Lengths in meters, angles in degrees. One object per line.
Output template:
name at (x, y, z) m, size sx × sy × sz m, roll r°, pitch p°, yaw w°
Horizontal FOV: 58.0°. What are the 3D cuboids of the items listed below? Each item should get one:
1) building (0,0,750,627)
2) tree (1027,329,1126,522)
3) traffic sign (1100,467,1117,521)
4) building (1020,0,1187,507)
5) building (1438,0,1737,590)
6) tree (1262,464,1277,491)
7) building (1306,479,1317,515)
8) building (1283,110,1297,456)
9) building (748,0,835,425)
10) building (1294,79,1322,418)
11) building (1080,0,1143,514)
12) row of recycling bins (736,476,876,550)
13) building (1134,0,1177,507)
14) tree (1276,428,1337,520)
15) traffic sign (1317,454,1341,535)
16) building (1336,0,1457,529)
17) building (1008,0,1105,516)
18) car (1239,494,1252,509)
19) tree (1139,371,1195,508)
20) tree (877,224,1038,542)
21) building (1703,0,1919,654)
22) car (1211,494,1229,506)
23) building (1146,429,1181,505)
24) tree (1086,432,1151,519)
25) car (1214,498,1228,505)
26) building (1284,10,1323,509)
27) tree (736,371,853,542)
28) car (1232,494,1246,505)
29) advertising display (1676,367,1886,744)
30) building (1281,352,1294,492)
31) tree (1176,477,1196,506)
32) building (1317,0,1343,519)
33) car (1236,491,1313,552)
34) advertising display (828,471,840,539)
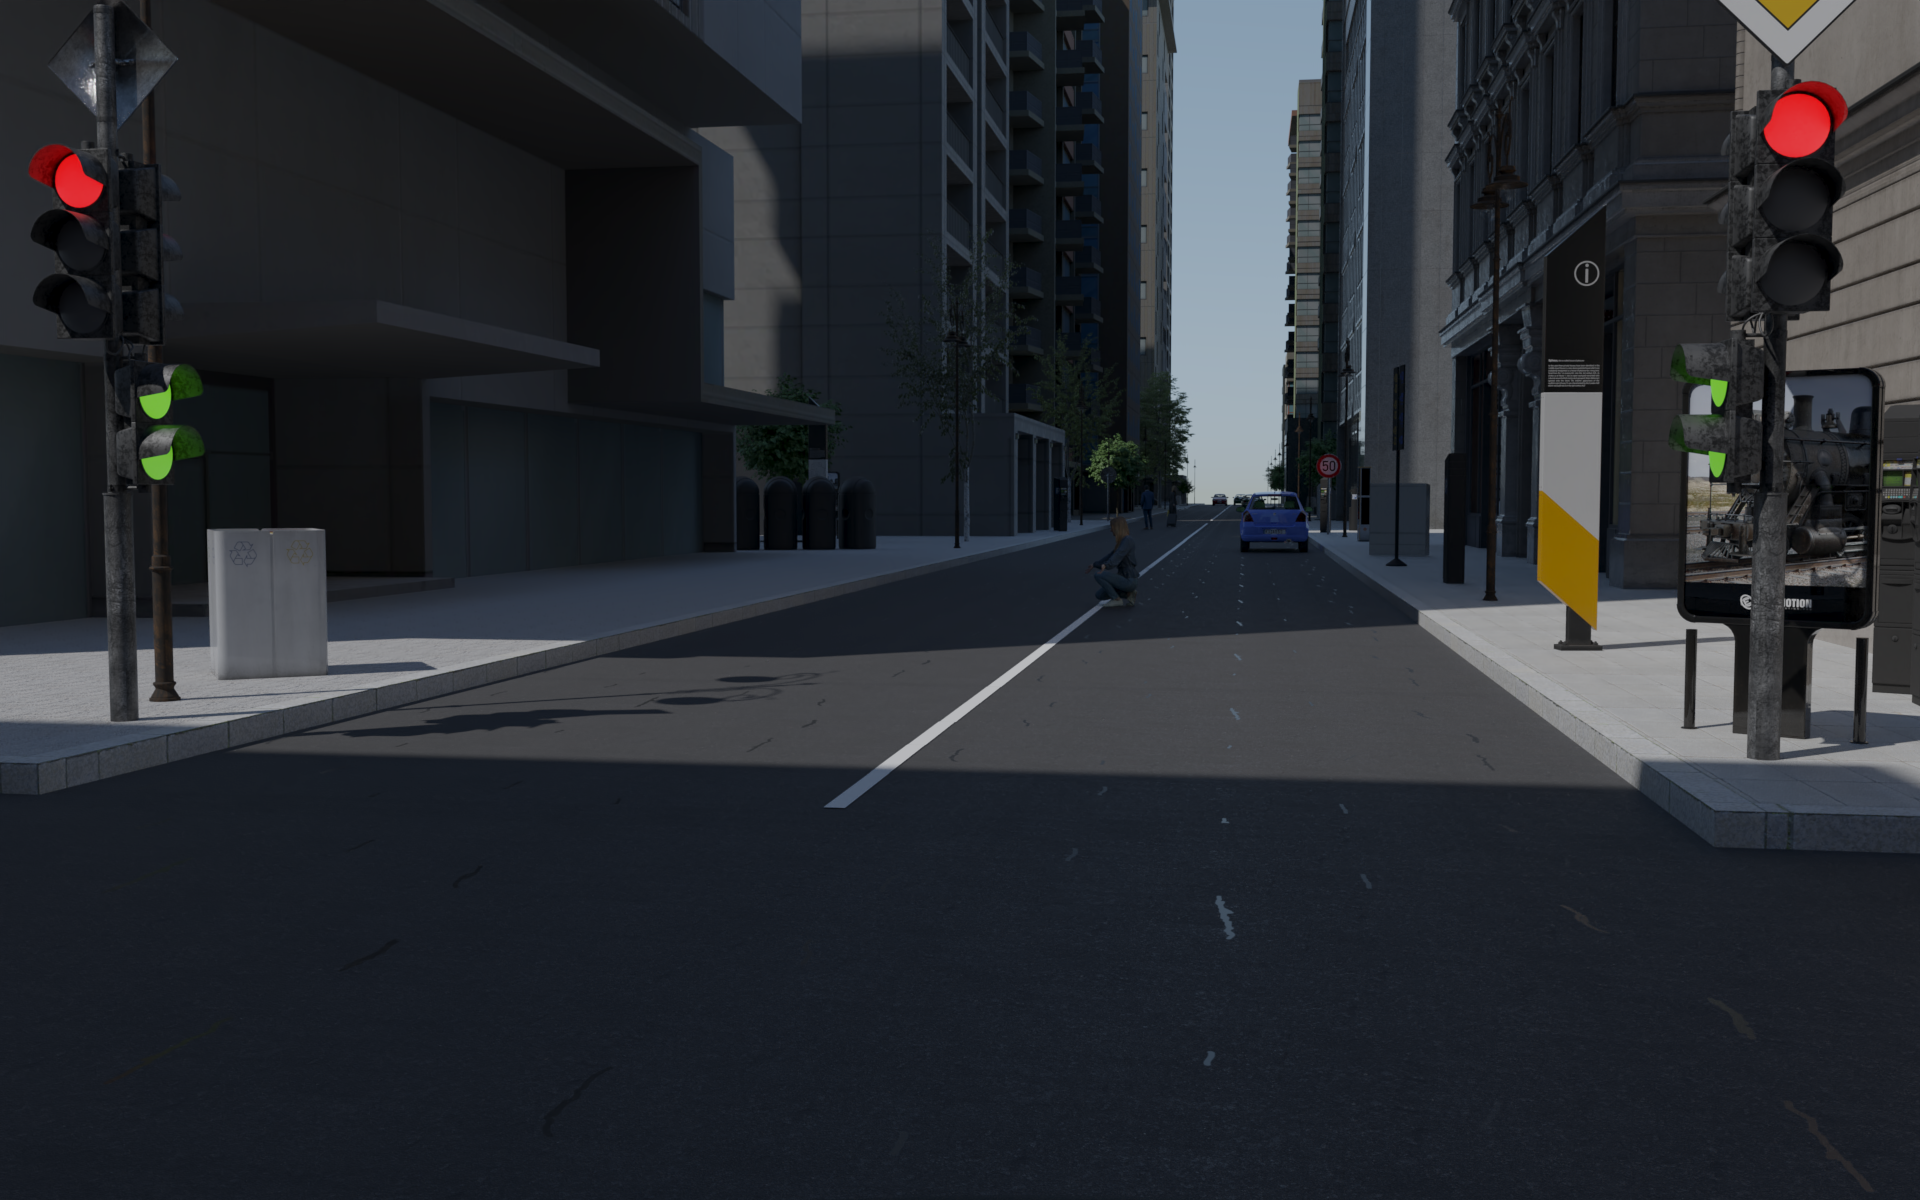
building at (-18.110, -26.654, 25.027) m, size 28.713 × 52.752 × 27.495 m, roll 1°, pitch 4°, yaw 9°
tree at (5.178, -7.809, 78.040) m, size 4.737 × 8.622 × 4.395 m, roll 0°, pitch 3°, yaw 0°
traffic sign at (6.944, -4.958, 81.162) m, size 0.768 × 2.556 × 0.104 m, roll 1°, pitch 4°, yaw 15°
building at (19.861, -48.381, 229.287) m, size 20.563 × 71.187 × 20.611 m, roll 1°, pitch 4°, yaw 9°
building at (16.541, -11.660, 41.549) m, size 10.553 × 20.767 × 40.483 m, roll 1°, pitch 4°, yaw 9°
tree at (30.441, -11.066, 164.636) m, size 4.285 × 4.588 × 4.351 m, roll 0°, pitch 3°, yaw 0°
building at (39.000, -25.610, 110.608) m, size 32.217 × 40.220 × 23.993 m, roll 1°, pitch 4°, yaw 9°
building at (47.713, -32.976, 193.786) m, size 22.147 × 44.769 × 28.867 m, roll 1°, pitch 4°, yaw 9°
building at (0.648, -33.817, 142.149) m, size 28.713 × 52.752 × 27.495 m, roll 1°, pitch 4°, yaw 9°
building at (40.624, -29.954, 173.334) m, size 14.154 × 41.232 × 14.086 m, roll 1°, pitch 4°, yaw 9°
building at (5.228, -28.747, 120.123) m, size 14.600 × 45.320 × 14.200 m, roll 1°, pitch 4°, yaw 9°
row of recycling bins at (-3.687, -2.017, 40.089) m, size 3.534 × 1.692 × 1.069 m, roll -1°, pitch 4°, yaw -14°
building at (7.803, -36.294, 182.637) m, size 28.713 × 52.752 × 27.495 m, roll 1°, pitch 4°, yaw 9°
tree at (18.402, -6.278, 86.360) m, size 4.285 × 4.588 × 4.351 m, roll 0°, pitch 3°, yaw 0°
traffic sign at (11.680, -3.350, 54.879) m, size 0.768 × 2.556 × 0.104 m, roll 1°, pitch 4°, yaw 15°
building at (22.300, -15.498, 71.417) m, size 12.078 × 24.808 × 19.932 m, roll 1°, pitch 4°, yaw 9°
building at (-3.369, -27.226, 99.770) m, size 22.147 × 44.769 × 28.867 m, roll 1°, pitch 4°, yaw 9°
car at (23.370, -7.726, 138.125) m, size 2.131 × 1.459 × 4.920 m, roll 1°, pitch 4°, yaw 9°
tree at (18.211, -14.796, 160.046) m, size 7.486 × 12.596 × 7.792 m, roll 0°, pitch 3°, yaw 0°
tree at (-0.057, -5.887, 46.609) m, size 4.360 × 8.622 × 3.978 m, roll 0°, pitch 3°, yaw 0°
building at (16.339, -9.026, 12.199) m, size 19.286 × 19.102 × 10.561 m, roll 1°, pitch 4°, yaw 9°
car at (31.806, -12.418, 212.070) m, size 2.155 × 1.783 × 4.494 m, roll 1°, pitch 4°, yaw 9°
building at (10.353, -31.606, 208.642) m, size 32.217 × 40.220 × 23.993 m, roll 1°, pitch 4°, yaw 9°
tree at (8.327, -6.561, 90.991) m, size 4.285 × 4.588 × 4.351 m, roll 0°, pitch 3°, yaw 0°
car at (33.355, -12.849, 221.871) m, size 2.131 × 1.459 × 4.920 m, roll 1°, pitch 4°, yaw 9°
building at (37.839, -50.430, 137.201) m, size 22.319 × 86.520 × 31.000 m, roll 1°, pitch 4°, yaw 9°
tree at (-4.564, -3.832, 46.374) m, size 4.285 × 4.588 × 4.351 m, roll 0°, pitch 3°, yaw 0°
car at (35.709, -12.747, 220.203) m, size 2.131 × 1.459 × 4.920 m, roll 1°, pitch 4°, yaw 10°
advertising display at (4.308, -0.240, 9.143) m, size 0.974 × 1.923 × 0.123 m, roll 3°, pitch 5°, yaw 41°
building at (55.736, -23.116, 222.991) m, size 27.650 × 21.520 × 28.899 m, roll 1°, pitch 4°, yaw 9°
tree at (24.959, -12.106, 192.535) m, size 1.663 × 3.219 × 1.824 m, roll 0°, pitch 3°, yaw 0°
building at (26.561, -19.693, 93.680) m, size 14.160 × 30.474 × 14.107 m, roll 1°, pitch 4°, yaw 9°
car at (7.983, -2.104, 43.993) m, size 1.945 × 1.707 × 3.694 m, roll 1°, pitch 4°, yaw 10°
advertising display at (-3.902, -2.713, 49.574) m, size 0.974 × 1.923 × 0.123 m, roll 1°, pitch 4°, yaw 16°
